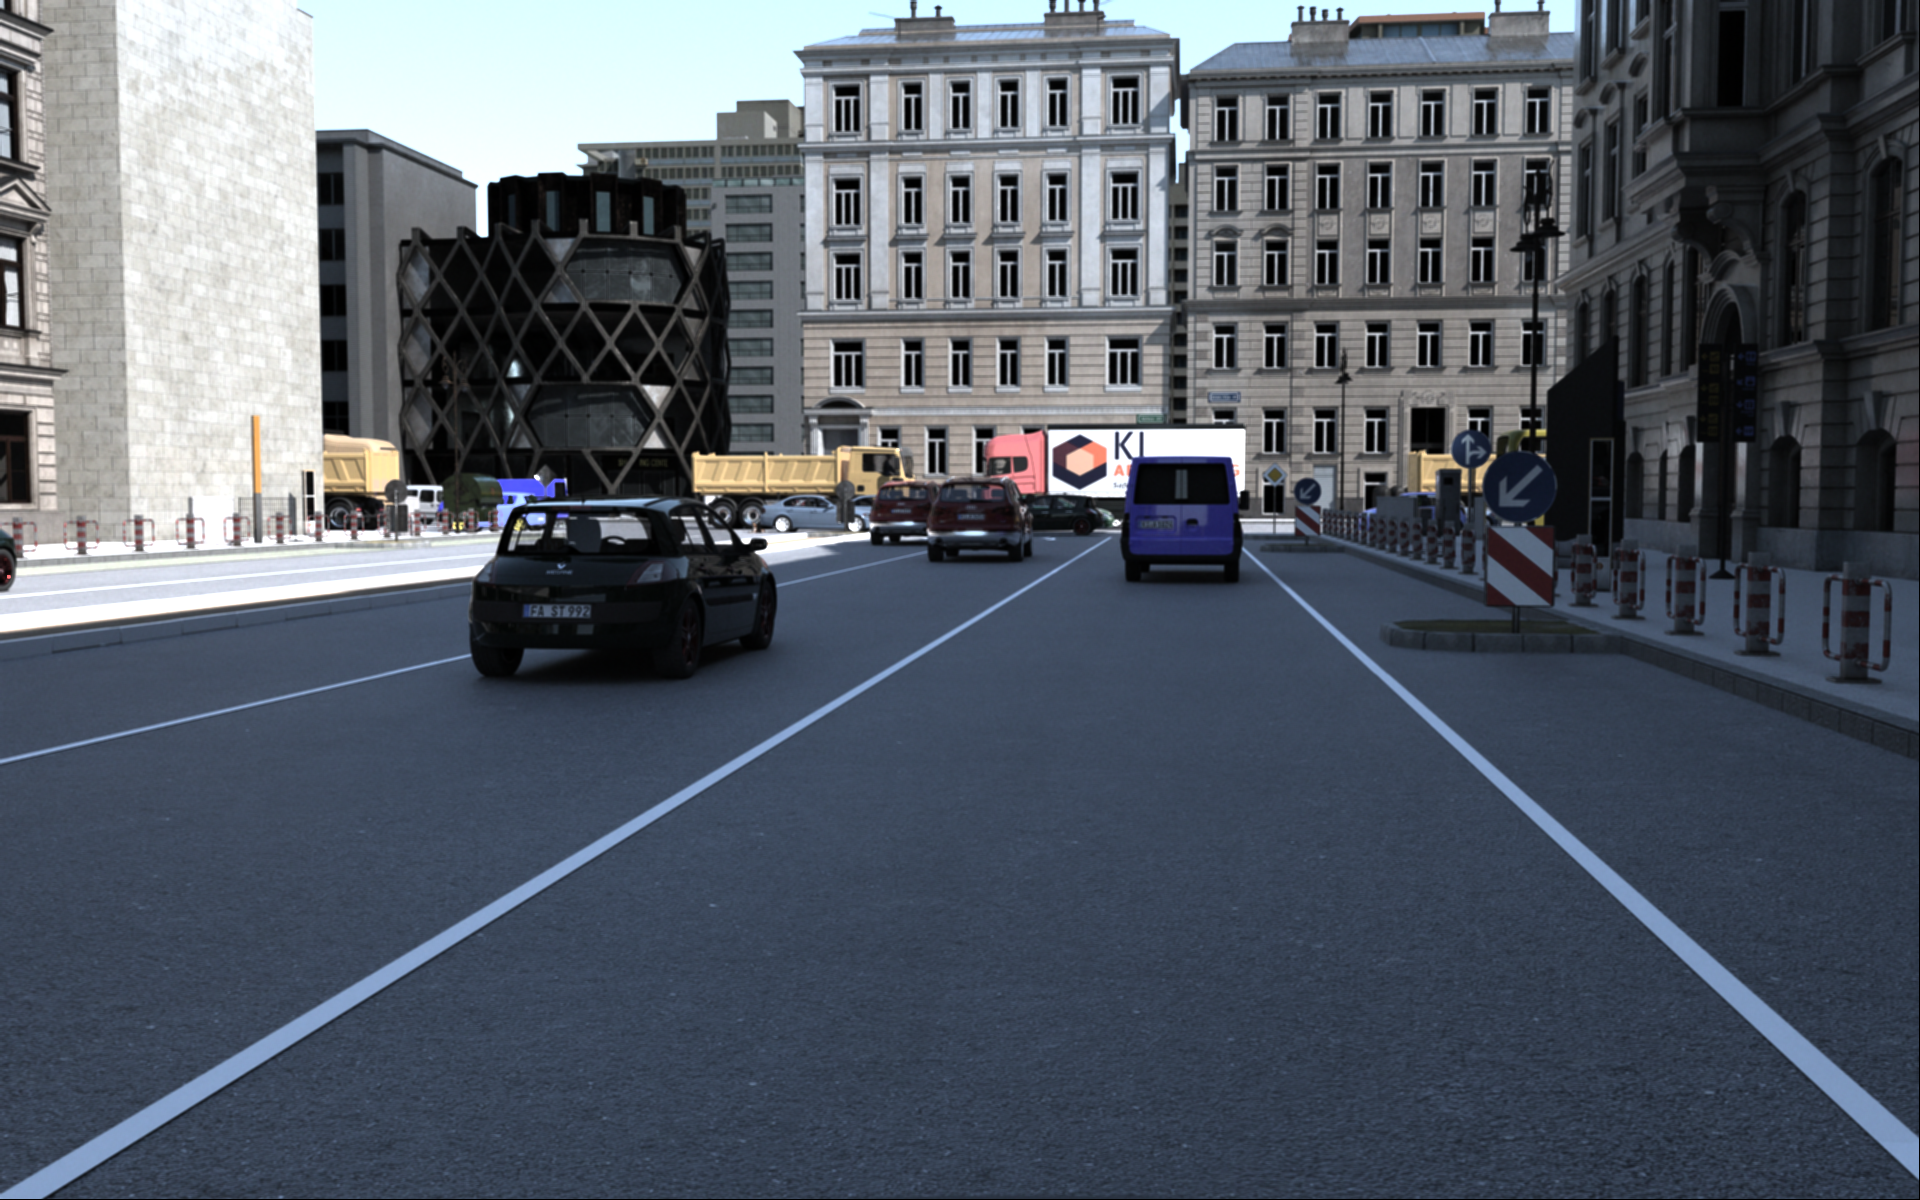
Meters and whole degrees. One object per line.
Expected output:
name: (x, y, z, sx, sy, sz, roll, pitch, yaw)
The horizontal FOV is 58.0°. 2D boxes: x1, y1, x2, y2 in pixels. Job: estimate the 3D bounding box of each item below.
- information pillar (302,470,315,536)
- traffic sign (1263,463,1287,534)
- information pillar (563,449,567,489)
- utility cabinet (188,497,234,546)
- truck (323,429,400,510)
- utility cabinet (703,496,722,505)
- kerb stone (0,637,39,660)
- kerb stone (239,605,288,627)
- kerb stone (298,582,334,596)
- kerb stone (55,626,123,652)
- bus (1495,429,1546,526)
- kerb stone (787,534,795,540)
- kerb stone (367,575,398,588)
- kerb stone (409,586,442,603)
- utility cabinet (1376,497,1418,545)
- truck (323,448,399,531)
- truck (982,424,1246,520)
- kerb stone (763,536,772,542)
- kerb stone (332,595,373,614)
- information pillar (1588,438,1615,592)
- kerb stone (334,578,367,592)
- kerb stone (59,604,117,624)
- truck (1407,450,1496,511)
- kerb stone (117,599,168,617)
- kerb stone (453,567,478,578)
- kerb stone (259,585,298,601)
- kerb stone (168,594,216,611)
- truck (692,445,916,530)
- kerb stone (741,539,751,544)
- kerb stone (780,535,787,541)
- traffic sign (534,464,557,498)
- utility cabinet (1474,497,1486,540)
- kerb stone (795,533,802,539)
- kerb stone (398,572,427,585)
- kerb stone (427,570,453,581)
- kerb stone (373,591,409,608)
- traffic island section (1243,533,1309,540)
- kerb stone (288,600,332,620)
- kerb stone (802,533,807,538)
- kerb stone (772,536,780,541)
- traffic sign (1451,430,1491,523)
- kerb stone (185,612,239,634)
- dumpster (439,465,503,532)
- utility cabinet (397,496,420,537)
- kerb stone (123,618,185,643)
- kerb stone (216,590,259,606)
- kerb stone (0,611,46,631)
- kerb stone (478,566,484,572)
information pillar: (-20.068, -2.990, 53.382, 0.304, 2.012, 0.304, -3, 4, -37)
traffic sign: (10.059, -3.164, 55.373, 0.795, 2.450, 0.064, 0, 4, 7)
information pillar: (-20.733, -6.089, 90.908, 0.183, 3.616, 0.504, -1, 4, -22)
utility cabinet: (-18.600, -1.950, 43.051, 1.020, 1.237, 0.306, -3, 5, -42)
truck: (-29.577, -5.305, 75.656, 11.283, 4.237, 2.839, 0, 4, 6)
utility cabinet: (-12.991, -4.900, 91.280, 1.020, 1.237, 0.306, -2, 4, -30)
kerb stone: (-8.306, 0.433, 15.124, 0.120, 0.150, 1.000, 0, 4, 7)
kerb stone: (-7.789, 0.184, 19.198, 0.120, 0.150, 1.000, 0, 4, 7)
kerb stone: (-9.221, -0.145, 24.568, 0.120, 0.150, 1.000, 0, 4, 7)
kerb stone: (-8.188, 0.370, 16.143, 0.120, 0.150, 1.000, 0, 4, 7)
bus: (24.261, -4.027, 57.383, 12.252, 3.916, 2.896, 0, 4, 8)
kerb stone: (-5.420, -1.951, 54.157, 0.120, 0.150, 1.000, 0, 4, 7)
kerb stone: (-8.951, -0.268, 26.612, 0.120, 0.150, 1.000, 0, 4, 7)
kerb stone: (-7.264, -0.061, 23.280, 0.120, 0.150, 1.000, 0, 4, 7)
utility cabinet: (11.171, -2.024, 44.262, 1.020, 1.237, 0.306, 1, 4, 19)
truck: (-26.869, -4.357, 67.155, 9.791, 3.379, 3.469, 0, 4, 8)
truck: (5.878, -4.995, 70.583, 11.283, 4.237, 2.839, 0, 4, 6)
kerb stone: (-5.805, -1.768, 51.097, 0.120, 0.150, 1.000, 0, 4, 7)
kerb stone: (-7.527, 0.058, 21.245, 0.120, 0.150, 1.000, 0, 4, 7)
information pillar: (8.434, -1.120, 22.810, 0.304, 2.012, 0.304, 1, 4, 20)
kerb stone: (-9.090, -0.206, 25.590, 0.120, 0.150, 1.000, 0, 4, 7)
kerb stone: (-9.868, 0.167, 19.473, 0.120, 0.150, 1.000, 0, 4, 7)
truck: (22.820, -4.428, 68.325, 9.791, 3.379, 3.469, 0, 4, 6)
kerb stone: (-9.743, 0.106, 20.491, 0.120, 0.150, 1.000, 0, 4, 7)
kerb stone: (-8.560, -0.451, 29.666, 0.120, 0.150, 1.000, 0, 4, 7)
kerb stone: (-9.352, -0.079, 23.551, 0.120, 0.150, 1.000, 0, 4, 7)
kerb stone: (-9.610, 0.050, 21.508, 0.120, 0.150, 1.000, 0, 4, 7)
truck: (-5.864, -4.567, 70.590, 9.791, 3.379, 3.469, 1, 4, 8)
kerb stone: (-6.069, -1.639, 49.058, 0.120, 0.150, 1.000, 0, 4, 7)
kerb stone: (-5.545, -1.891, 53.135, 0.120, 0.150, 1.000, 0, 4, 7)
traffic sign: (-13.986, -3.353, 58.471, 0.795, 2.450, 0.064, 0, 4, 7)
utility cabinet: (14.582, -2.289, 48.590, 0.306, 1.237, 1.020, 1, 4, 19)
kerb stone: (-5.290, -2.017, 55.175, 0.120, 0.150, 1.000, 0, 4, 7)
kerb stone: (-8.826, -0.332, 27.631, 0.120, 0.150, 1.000, 0, 4, 7)
kerb stone: (-8.696, -0.395, 28.649, 0.120, 0.150, 1.000, 0, 4, 7)
kerb stone: (-7.393, -0.001, 22.262, 0.120, 0.150, 1.000, 0, 4, 7)
traffic island section: (10.084, -2.029, 55.447, 2.009, 0.180, 2.903, 0, 4, 7)
kerb stone: (-7.664, 0.121, 20.224, 0.120, 0.150, 1.000, 0, 4, 7)
kerb stone: (-5.153, -2.079, 56.191, 0.120, 0.150, 1.000, 0, 4, 7)
kerb stone: (-5.678, -1.830, 52.117, 0.120, 0.150, 1.000, 0, 4, 7)
traffic sign: (10.123, -2.095, 34.367, 0.768, 2.556, 0.104, 1, 4, 11)
kerb stone: (-7.925, 0.246, 18.179, 0.120, 0.150, 1.000, 0, 4, 7)
dumpster: (-16.528, -3.427, 58.533, 1.502, 2.255, 1.985, 0, 4, 7)
utility cabinet: (-16.773, -2.539, 52.677, 0.306, 1.237, 1.020, 0, 4, 7)
kerb stone: (-8.051, 0.312, 17.160, 0.120, 0.150, 1.000, 0, 4, 7)
kerb stone: (-9.480, -0.015, 22.526, 0.120, 0.150, 1.000, 0, 4, 7)
kerb stone: (-10.007, 0.229, 18.456, 0.120, 0.150, 1.000, 0, 4, 7)
kerb stone: (-8.436, -0.518, 30.685, 0.120, 0.150, 1.000, 0, 4, 7)
